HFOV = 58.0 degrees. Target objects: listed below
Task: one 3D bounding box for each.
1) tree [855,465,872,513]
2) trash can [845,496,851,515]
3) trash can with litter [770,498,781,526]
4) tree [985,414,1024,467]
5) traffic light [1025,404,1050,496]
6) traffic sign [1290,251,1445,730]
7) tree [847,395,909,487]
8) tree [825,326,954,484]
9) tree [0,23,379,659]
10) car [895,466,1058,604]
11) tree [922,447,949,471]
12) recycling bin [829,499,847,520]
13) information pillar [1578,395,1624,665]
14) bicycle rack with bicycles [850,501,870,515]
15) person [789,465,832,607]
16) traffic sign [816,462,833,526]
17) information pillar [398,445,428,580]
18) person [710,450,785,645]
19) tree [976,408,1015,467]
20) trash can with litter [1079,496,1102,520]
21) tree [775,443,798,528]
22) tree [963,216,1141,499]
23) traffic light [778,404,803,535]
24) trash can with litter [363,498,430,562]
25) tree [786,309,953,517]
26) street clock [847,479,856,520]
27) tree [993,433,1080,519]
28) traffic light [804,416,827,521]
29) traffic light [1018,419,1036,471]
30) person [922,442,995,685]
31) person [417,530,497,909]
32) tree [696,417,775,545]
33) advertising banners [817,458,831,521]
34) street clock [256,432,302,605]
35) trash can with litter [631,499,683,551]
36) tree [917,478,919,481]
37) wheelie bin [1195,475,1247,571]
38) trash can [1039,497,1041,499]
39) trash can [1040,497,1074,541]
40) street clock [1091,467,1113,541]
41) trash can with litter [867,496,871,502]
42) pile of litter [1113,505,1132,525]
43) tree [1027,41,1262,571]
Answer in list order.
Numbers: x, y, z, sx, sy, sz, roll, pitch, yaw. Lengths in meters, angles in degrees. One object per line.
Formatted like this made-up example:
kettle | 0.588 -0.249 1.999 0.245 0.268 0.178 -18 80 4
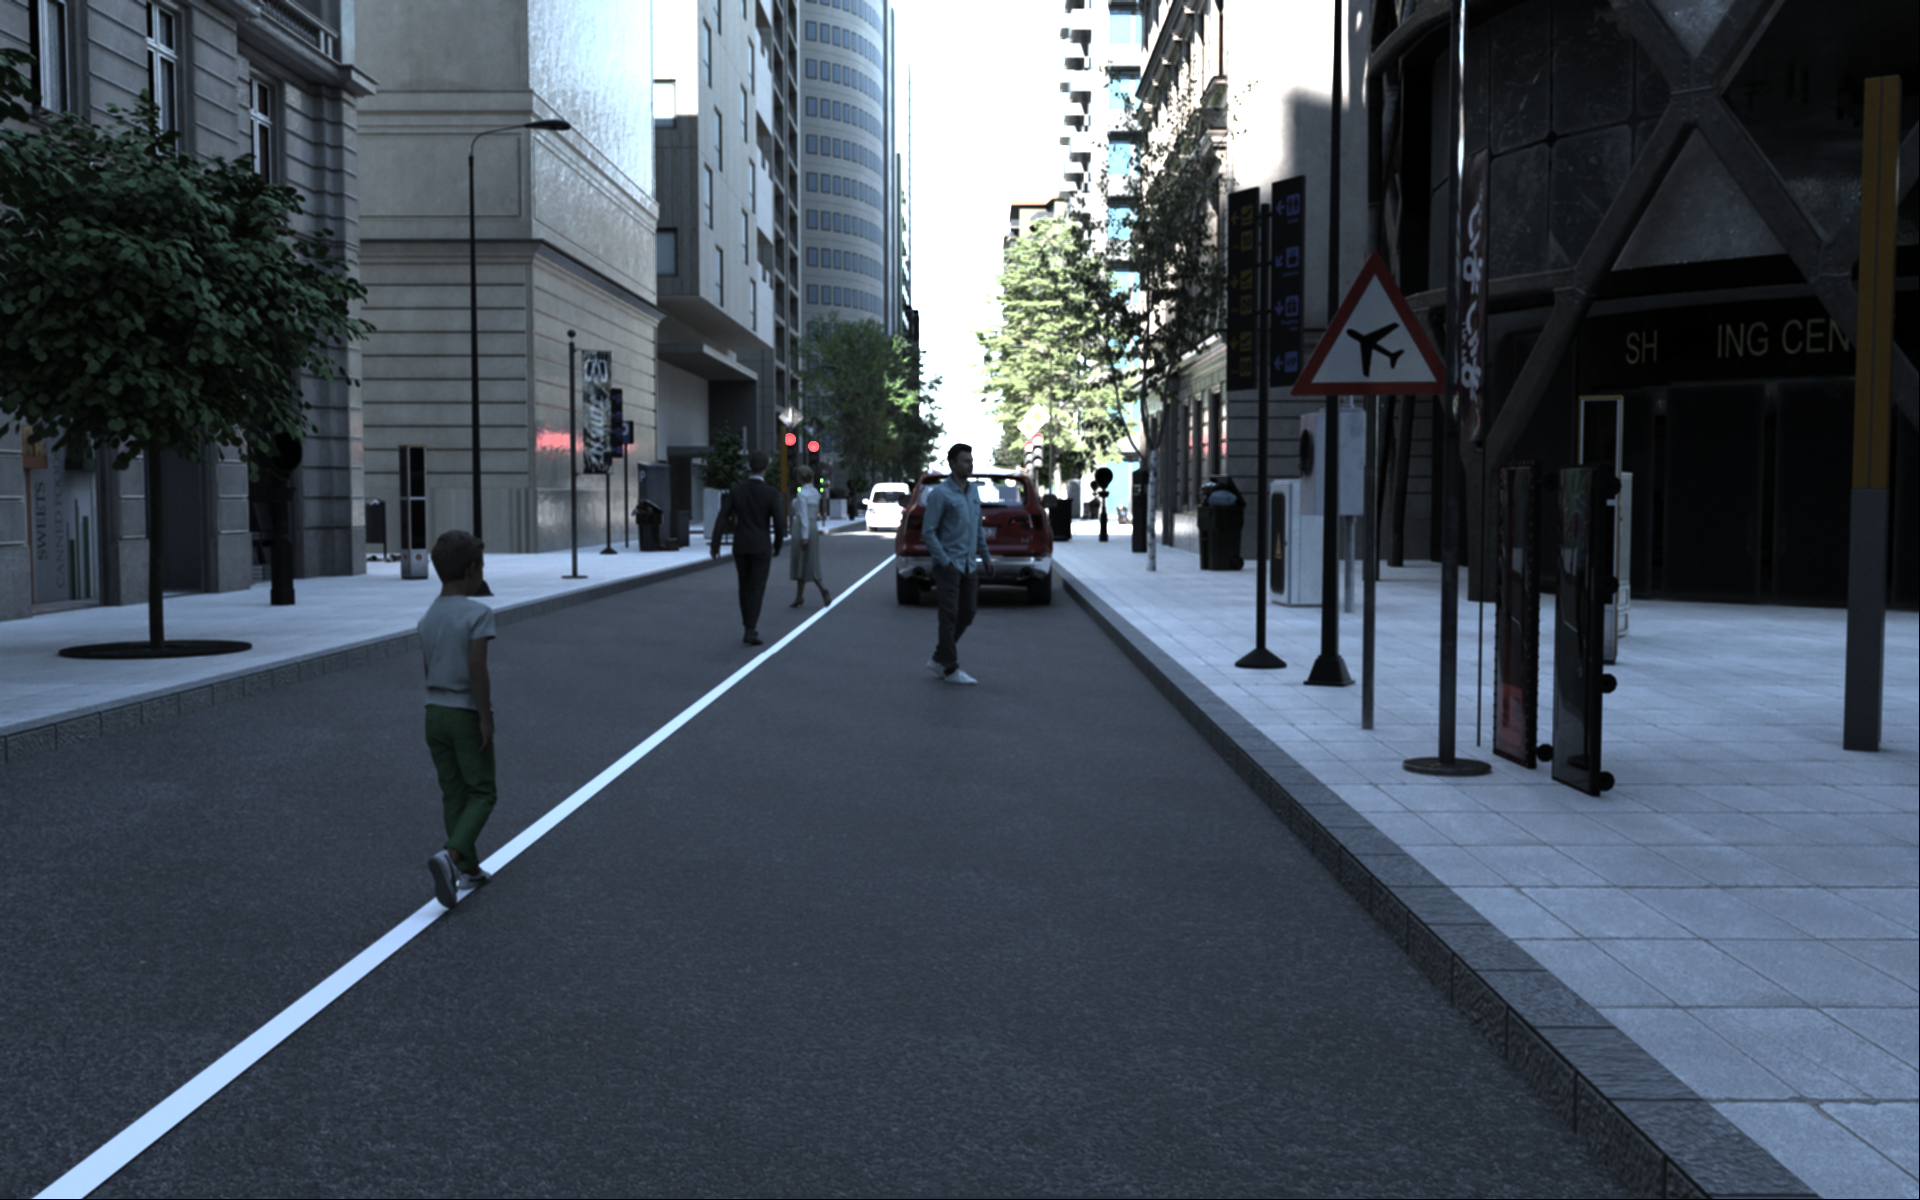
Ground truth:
tree | -6.782 -7.508 117.358 1.663 3.219 1.824 0 3 0
trash can | -7.018 -5.737 105.453 0.748 1.137 0.748 0 3 0
trash can with litter | -7.462 -3.515 68.525 1.678 1.210 2.233 1 4 16
tree | 4.177 -10.950 129.393 4.360 8.622 3.978 0 3 0
traffic light | 2.391 -3.989 54.145 0.839 4.253 0.868 0 4 0
traffic sign | 2.226 -0.574 9.386 0.884 2.594 0.081 0 4 4
tree | -5.785 -10.518 122.334 4.737 8.622 4.395 0 3 0
tree | -5.592 -13.695 130.566 9.857 13.997 8.962 0 3 0
tree | -6.499 -1.850 13.960 4.285 4.588 4.351 0 3 0
car | 0.234 -0.943 24.084 2.281 1.827 5.304 0 4 2
tree | -4.980 -22.158 296.686 8.767 10.594 7.601 -2 4 -24
recycling bin | -6.162 -4.588 87.561 0.722 1.027 0.722 1 4 18
information pillar | 4.829 -0.526 13.096 0.304 2.012 0.304 1 4 22
bicycle rack with bicycles | -6.471 -5.815 108.459 2.852 0.926 2.925 1 4 11
person | -1.890 -0.802 21.845 0.641 1.798 0.478 3 4 38
traffic sign | -5.414 -4.191 68.625 0.768 2.556 0.104 0 4 6
information pillar | -8.224 -1.319 26.063 0.304 2.012 0.304 -3 5 -43
person | -1.982 -0.511 16.625 0.659 1.850 0.755 1 4 11
tree | 3.634 -11.758 142.610 4.737 8.622 4.395 0 3 0
trash can with litter | 6.530 -4.613 86.804 1.055 1.170 0.624 -1 4 -12
tree | -6.891 -4.343 65.605 1.663 3.219 1.824 0 3 0
tree | 3.617 -9.383 71.533 7.486 12.596 7.792 0 3 0
traffic light | -5.270 -3.992 54.195 0.839 4.253 0.868 0 4 0
trash can with litter | -10.864 -1.339 32.955 2.233 1.210 1.678 0 4 8
tree | -5.910 -10.473 96.985 9.928 11.665 9.643 0 3 0
street clock | -5.312 -4.918 84.985 0.358 2.002 0.471 3 4 37
tree | 4.169 -5.992 81.677 4.285 4.588 4.351 0 3 0
traffic light | -5.201 -4.481 62.180 0.839 4.253 0.868 0 4 0
traffic light | 2.460 -4.478 62.130 0.839 4.253 0.868 0 4 0
person | -0.061 -0.289 13.249 0.620 1.820 0.660 2 4 35
person | -1.779 0.406 6.117 0.306 1.304 0.590 0 4 4
tree | -5.808 -3.017 43.934 1.663 3.219 1.824 0 3 0
advertising banners | -6.568 -5.327 83.289 0.090 3.025 2.074 1 4 16
street clock | -7.845 -0.944 20.006 0.358 2.002 0.471 2 4 28
trash can with litter | -6.814 -1.687 38.975 1.055 1.170 0.624 -3 5 -43
tree | -4.019 -16.476 253.098 4.285 4.588 4.351 0 3 0
wheelie bin | 4.392 -1.302 29.203 0.693 1.594 0.980 -1 4 -22
trash can | 4.355 -5.350 99.121 0.748 1.137 0.748 0 3 0
trash can | 2.730 -2.166 47.070 0.748 1.137 0.748 0 3 0
street clock | 3.891 -2.588 46.892 0.471 2.002 0.358 -1 4 -16
trash can with litter | -6.797 -7.712 137.471 1.055 1.170 0.624 -1 4 -18
pile of litter | 6.978 -3.560 72.172 1.176 0.858 1.719 0 4 3
tree | 3.180 -4.806 28.940 4.360 8.622 3.978 0 3 0
